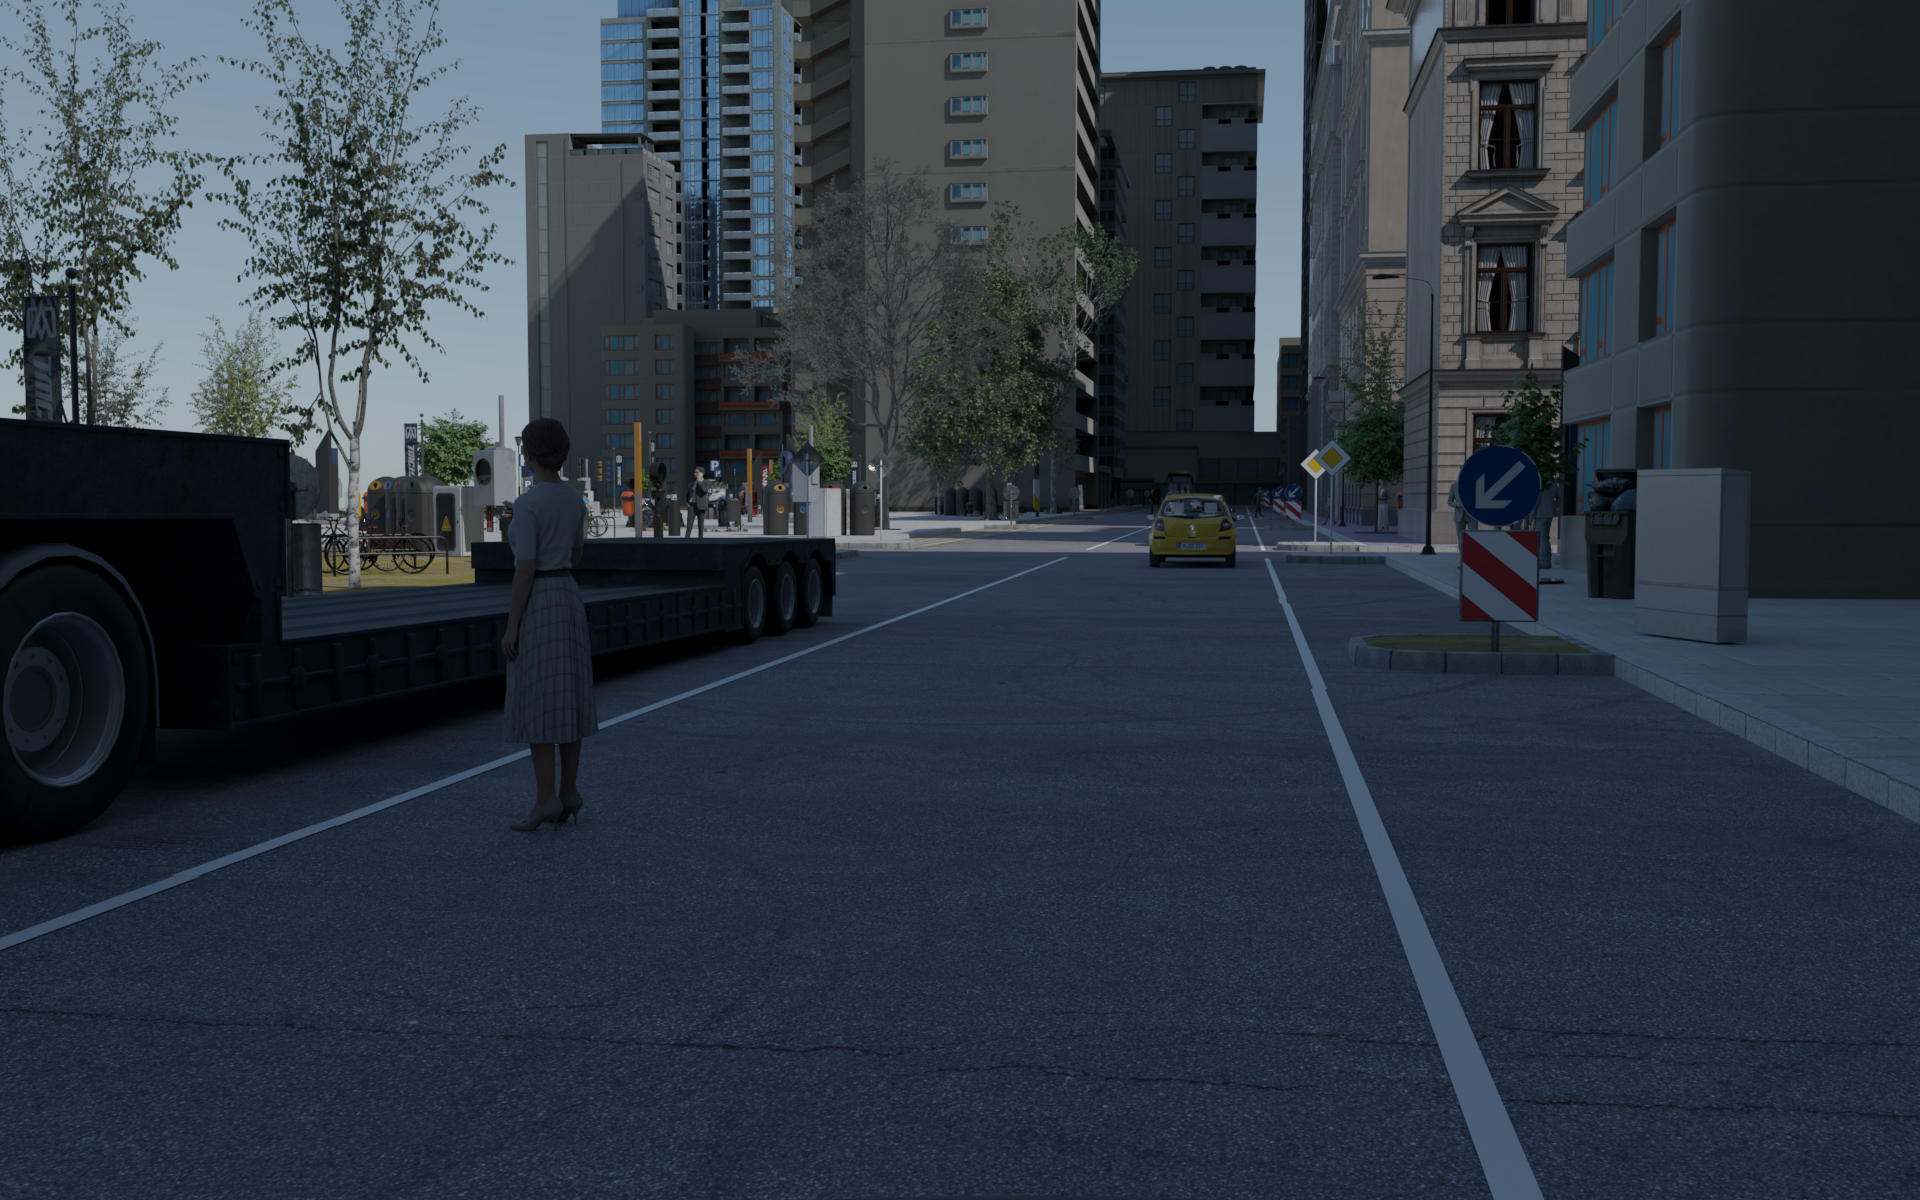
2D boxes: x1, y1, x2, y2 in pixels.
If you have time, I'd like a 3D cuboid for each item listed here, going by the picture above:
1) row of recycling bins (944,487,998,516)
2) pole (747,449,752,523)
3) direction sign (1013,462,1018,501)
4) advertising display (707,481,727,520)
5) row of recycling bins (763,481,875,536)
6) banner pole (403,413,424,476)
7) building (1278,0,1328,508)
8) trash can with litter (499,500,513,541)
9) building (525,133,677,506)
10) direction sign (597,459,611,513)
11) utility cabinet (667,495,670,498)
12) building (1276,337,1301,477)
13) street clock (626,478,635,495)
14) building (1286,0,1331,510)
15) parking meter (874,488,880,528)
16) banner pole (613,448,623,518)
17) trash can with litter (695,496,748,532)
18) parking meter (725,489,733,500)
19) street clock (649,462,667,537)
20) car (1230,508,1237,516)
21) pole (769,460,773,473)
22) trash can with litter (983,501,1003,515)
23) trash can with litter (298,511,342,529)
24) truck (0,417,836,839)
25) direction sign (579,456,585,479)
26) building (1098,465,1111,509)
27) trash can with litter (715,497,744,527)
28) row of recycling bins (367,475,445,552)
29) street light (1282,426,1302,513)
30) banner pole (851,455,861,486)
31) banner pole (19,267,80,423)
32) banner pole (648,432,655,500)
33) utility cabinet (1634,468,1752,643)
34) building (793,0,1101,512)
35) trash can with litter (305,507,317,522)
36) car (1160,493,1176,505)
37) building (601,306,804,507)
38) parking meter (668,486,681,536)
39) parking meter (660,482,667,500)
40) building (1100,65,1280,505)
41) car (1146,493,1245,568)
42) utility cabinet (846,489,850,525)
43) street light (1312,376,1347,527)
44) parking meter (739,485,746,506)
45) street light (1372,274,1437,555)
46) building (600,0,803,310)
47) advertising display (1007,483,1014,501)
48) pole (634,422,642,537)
[{"bbox_3d":[0.614,-5.815,102.192,3.534,1.692,1.069,2,4,29],"label":"row of recycling bins"},{"bbox_3d":[-9.469,-5.146,77.972,0.158,3.312,0.155,0,3,0],"label":"pole"},{"bbox_3d":[3.243,-6.649,100.715,0.379,3.537,0.876,-1,4,-14],"label":"direction sign"},{"bbox_3d":[-12.148,-4.977,86.581,0.974,1.923,0.123,-1,4,-19],"label":"advertising display"},{"bbox_3d":[-4.390,-2.854,53.783,3.534,1.692,1.069,0,4,4],"label":"row of recycling bins"},{"bbox_3d":[-16.878,-3.898,53.757,0.863,3.779,0.401,1,4,15],"label":"banner pole"},{"bbox_3d":[44.038,-45.353,179.775,20.563,71.187,20.611,1,4,9],"label":"building"},{"bbox_3d":[-8.011,-1.268,32.124,1.055,1.170,0.624,0,4,-7],"label":"trash can with litter"},{"bbox_3d":[-40.391,-31.507,198.740,14.086,41.232,14.154,1,4,9],"label":"building"},{"bbox_3d":[-23.220,-7.399,112.974,0.876,3.537,0.379,-1,4,-20],"label":"direction sign"},{"bbox_3d":[-19.958,-6.430,116.295,1.020,1.237,0.306,1,4,19],"label":"utility cabinet"},{"bbox_3d":[53.774,-22.479,212.575,28.899,21.520,27.650,1,4,9],"label":"building"},{"bbox_3d":[-14.926,-4.539,78.782,0.358,2.002,0.471,3,5,41],"label":"street clock"},{"bbox_3d":[37.152,-50.141,132.469,22.319,86.520,31.000,1,4,9],"label":"building"},{"bbox_3d":[-3.145,-3.548,66.413,0.372,1.533,0.369,0,3,0],"label":"parking meter"},{"bbox_3d":[-18.556,-6.346,93.769,0.401,3.779,0.863,2,4,34],"label":"banner pole"},{"bbox_3d":[-8.076,-2.919,58.786,2.233,1.210,1.678,-2,4,-34],"label":"trash can with litter"},{"bbox_3d":[-11.153,-4.606,83.713,0.372,1.533,0.369,0,3,0],"label":"parking meter"},{"bbox_3d":[-6.837,-2.120,39.232,0.358,2.002,0.471,1,4,16],"label":"street clock"},{"bbox_3d":[6.741,-2.366,48.477,2.009,1.686,4.222,0,4,8],"label":"car"},{"bbox_3d":[-11.300,-6.713,103.601,0.158,3.312,0.155,0,3,0],"label":"pole"},{"bbox_3d":[1.851,-5.962,108.528,2.233,1.210,1.678,2,4,31],"label":"trash can with litter"},{"bbox_3d":[-23.726,-3.230,63.865,2.233,1.210,1.678,-1,4,-21],"label":"trash can with litter"},{"bbox_3d":[-4.304,-1.258,10.331,2.967,4.110,18.799,1,4,11],"label":"truck"},{"bbox_3d":[-22.269,-6.729,102.016,0.379,3.537,0.876,-2,4,-32],"label":"direction sign"},{"bbox_3d":[2.882,-43.708,152.873,20.563,71.187,20.611,1,4,9],"label":"building"},{"bbox_3d":[-8.991,-3.439,67.614,1.055,1.170,0.624,-1,4,-19],"label":"trash can with litter"},{"bbox_3d":[-12.495,-1.963,39.206,1.069,1.692,3.534,-3,4,-36],"label":"row of recycling bins"},{"bbox_3d":[22.703,-8.920,118.388,1.470,5.913,1.316,1,4,9],"label":"street light"},{"bbox_3d":[-6.651,-7.435,111.573,0.863,3.779,0.401,-1,4,-21],"label":"banner pole"},{"bbox_3d":[-10.041,-1.790,19.278,0.863,3.779,0.401,1,4,10],"label":"banner pole"},{"bbox_3d":[-12.394,-4.872,69.677,0.401,3.779,0.863,0,4,8],"label":"banner pole"},{"bbox_3d":[6.441,-0.402,15.249,0.318,1.500,1.173,-1,4,-13],"label":"utility cabinet"},{"bbox_3d":[-0.781,-31.132,132.717,21.300,48.544,21.600,1,4,9],"label":"building"},{"bbox_3d":[-29.207,-4.100,78.428,1.055,1.170,0.624,1,4,18],"label":"trash can with litter"},{"bbox_3d":[19.859,-9.376,162.891,1.945,1.707,3.694,1,4,11],"label":"car"},{"bbox_3d":[-20.281,-21.044,189.103,28.899,21.520,27.650,1,4,9],"label":"building"},{"bbox_3d":[-8.716,-2.716,52.816,0.372,1.533,0.369,0,3,0],"label":"parking meter"},{"bbox_3d":[-14.014,-4.646,81.666,0.255,1.863,0.399,-3,4,-36],"label":"parking meter"},{"bbox_3d":[25.848,-38.307,215.553,27.495,52.752,28.713,1,4,9],"label":"building"},{"bbox_3d":[4.768,-1.527,35.189,2.015,1.641,3.980,1,4,9],"label":"car"},{"bbox_3d":[-4.801,-3.706,69.270,0.318,1.500,1.173,2,4,25],"label":"utility cabinet"},{"bbox_3d":[14.580,-5.858,68.312,1.470,5.913,1.316,1,4,9],"label":"street light"},{"bbox_3d":[-14.397,-6.672,114.801,0.399,1.863,0.255,-1,4,-19],"label":"parking meter"},{"bbox_3d":[9.377,-3.916,36.574,1.470,5.913,1.316,1,4,9],"label":"street light"},{"bbox_3d":[-32.515,-55.582,221.434,31.000,86.520,22.319,1,4,9],"label":"building"},{"bbox_3d":[2.878,-5.739,99.041,0.123,1.923,0.974,-1,4,-16],"label":"advertising display"},{"bbox_3d":[-9.182,-3.399,49.415,0.158,3.312,0.155,0,3,0],"label":"pole"}]
